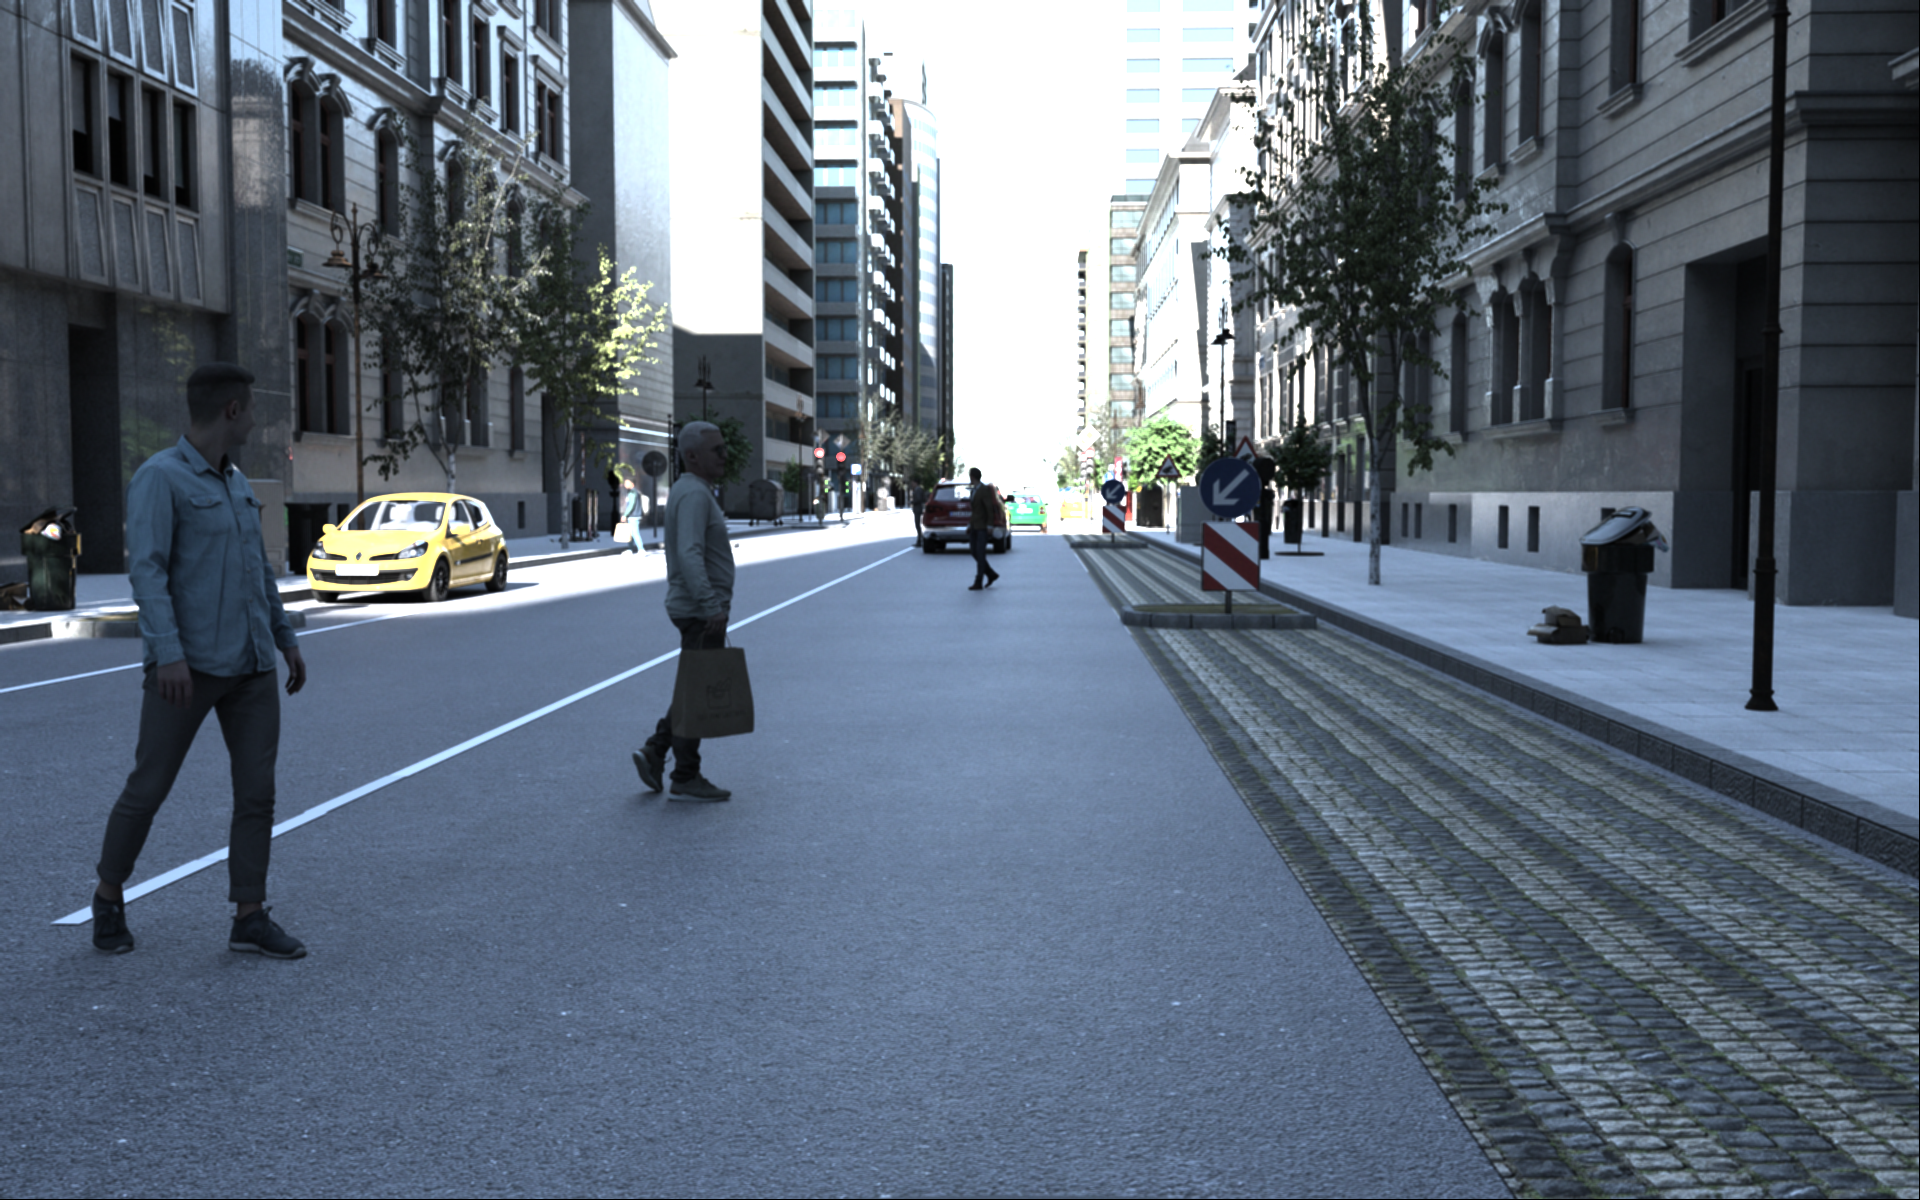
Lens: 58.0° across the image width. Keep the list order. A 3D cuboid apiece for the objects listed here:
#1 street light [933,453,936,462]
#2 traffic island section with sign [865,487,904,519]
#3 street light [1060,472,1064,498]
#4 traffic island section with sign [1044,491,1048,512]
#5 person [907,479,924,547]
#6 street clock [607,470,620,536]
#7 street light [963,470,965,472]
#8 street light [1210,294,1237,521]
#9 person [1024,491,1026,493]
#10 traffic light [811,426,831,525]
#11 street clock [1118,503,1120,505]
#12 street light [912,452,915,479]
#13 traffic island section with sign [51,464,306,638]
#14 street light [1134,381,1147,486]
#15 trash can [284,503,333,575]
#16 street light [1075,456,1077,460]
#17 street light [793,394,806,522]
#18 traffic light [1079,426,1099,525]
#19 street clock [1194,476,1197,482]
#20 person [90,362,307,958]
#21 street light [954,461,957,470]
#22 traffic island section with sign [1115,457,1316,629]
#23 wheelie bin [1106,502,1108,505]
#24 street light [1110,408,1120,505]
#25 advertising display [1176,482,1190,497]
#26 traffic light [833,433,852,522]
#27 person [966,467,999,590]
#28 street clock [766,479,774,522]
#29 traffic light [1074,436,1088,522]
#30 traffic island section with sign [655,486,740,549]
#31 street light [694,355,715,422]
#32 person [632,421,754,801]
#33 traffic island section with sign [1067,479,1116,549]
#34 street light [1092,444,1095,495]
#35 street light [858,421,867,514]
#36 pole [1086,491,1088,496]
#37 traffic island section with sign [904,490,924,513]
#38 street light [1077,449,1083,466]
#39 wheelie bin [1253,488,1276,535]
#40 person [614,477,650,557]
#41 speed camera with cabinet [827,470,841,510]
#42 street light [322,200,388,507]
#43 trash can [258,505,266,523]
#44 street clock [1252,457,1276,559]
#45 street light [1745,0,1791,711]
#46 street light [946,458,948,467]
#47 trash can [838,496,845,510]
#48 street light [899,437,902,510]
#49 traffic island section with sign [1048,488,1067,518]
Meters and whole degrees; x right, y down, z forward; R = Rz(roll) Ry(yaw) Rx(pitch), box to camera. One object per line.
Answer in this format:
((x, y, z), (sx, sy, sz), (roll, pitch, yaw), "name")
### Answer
((-2.824, -13.139, 187.617), (0.468, 5.910, 1.993), (0, 4, 2), "street light")
((-4.515, -5.701, 101.843), (1.989, 1.847, 2.006), (0, 4, 2), "traffic island section with sign")
((16.359, -18.945, 282.537), (0.468, 5.910, 1.993), (0, 4, 2), "street light")
((7.461, -7.360, 128.965), (1.989, 1.847, 2.006), (0, 4, 2), "traffic island section with sign")
((-1.212, -2.368, 47.016), (0.447, 1.846, 0.655), (0, 4, 1), "person")
((-10.496, -2.941, 52.657), (0.358, 2.002, 0.471), (-3, 5, -40), "street clock")
((0.651, -18.142, 269.409), (0.468, 5.910, 1.993), (0, 4, 2), "street light")
((6.084, -4.123, 40.198), (0.468, 5.910, 1.993), (0, 4, 2), "street light")
((6.554, -10.011, 173.125), (0.756, 1.711, 0.436), (-1, 4, -9), "person")
((-5.755, -5.057, 71.598), (0.839, 4.253, 0.868), (0, 4, 2), "traffic light")
((12.601, -8.122, 137.364), (0.471, 2.002, 0.358), (-3, 5, -42), "street clock")
((-4.194, -11.230, 156.394), (0.468, 5.910, 1.993), (0, 4, 2), "street light")
((-8.071, -0.587, 18.219), (1.989, 1.847, 2.006), (0, 4, 2), "traffic island section with sign")
((7.340, -5.988, 70.695), (0.468, 5.910, 1.993), (0, 4, 2), "street light")
((-10.381, -0.975, 27.602), (0.748, 1.137, 0.748), (0, 3, 0), "trash can")
((11.456, -12.035, 169.558), (0.468, 5.910, 1.993), (0, 4, 2), "street light")
((-7.370, -6.556, 79.977), (0.468, 5.910, 1.993), (0, 4, 2), "street light")
((5.297, -5.029, 71.145), (0.839, 4.253, 0.868), (0, 4, 2), "traffic light")
((7.824, -3.143, 55.962), (0.471, 2.002, 0.358), (-2, 4, -26), "street clock")
((-2.382, 0.179, 5.433), (0.748, 1.841, 0.638), (2, 4, 28), "person")
((-0.711, -16.311, 239.466), (0.468, 5.910, 1.993), (0, 4, 2), "street light")
((2.797, -0.646, 19.186), (1.989, 1.847, 2.006), (0, 4, 2), "traffic island section with sign")
((11.395, -7.771, 134.972), (0.693, 1.594, 0.980), (3, 5, 43), "wheelie bin")
((8.331, -7.358, 93.086), (0.468, 5.910, 1.993), (0, 4, 2), "street light")
((11.756, -5.268, 91.346), (0.974, 1.923, 0.123), (-3, 5, -40), "advertising display")
((-5.416, -5.545, 79.575), (0.839, 4.253, 0.868), (0, 4, 2), "traffic light")
((0.305, -1.087, 26.188), (0.656, 1.842, 0.836), (2, 4, 34), "person")
((-8.871, -4.661, 80.782), (0.358, 2.002, 0.471), (-3, 5, -44), "street clock")
((5.636, -5.517, 79.123), (0.839, 4.253, 0.868), (0, 4, 2), "traffic light")
((-6.894, -2.273, 45.791), (1.989, 1.847, 2.006), (0, 4, 2), "traffic island section with sign")
((-8.470, -5.184, 57.553), (0.468, 5.910, 1.993), (0, 4, 2), "street light")
((-1.242, 0.062, 7.980), (0.515, 1.767, 0.782), (-1, 4, -14), "person")
((3.940, -2.293, 46.117), (1.989, 1.847, 2.006), (0, 4, 2), "traffic island section with sign")
((9.625, -9.231, 123.716), (0.468, 5.910, 1.993), (0, 4, 2), "street light")
((-6.182, -8.388, 109.929), (0.468, 5.910, 1.993), (0, 4, 2), "street light")
((10.311, -8.976, 140.605), (0.158, 3.312, 0.155), (0, 3, 0), "pole")
((-3.347, -7.395, 129.528), (1.989, 1.847, 2.006), (0, 4, 2), "traffic island section with sign")
((10.850, -11.069, 153.765), (0.468, 5.910, 1.993), (0, 4, 2), "street light")
((9.510, -2.835, 54.268), (0.693, 1.594, 0.980), (1, 4, 17), "wheelie bin")
((-7.451, -1.885, 39.297), (0.713, 1.824, 0.794), (1, 4, 18), "person")
((-10.487, -9.118, 143.412), (0.660, 3.252, 2.038), (2, 4, 32), "speed camera with cabinet")
((-9.587, -3.352, 27.598), (0.468, 5.910, 1.993), (0, 4, 2), "street light")
((-9.669, -0.704, 23.171), (0.748, 1.137, 0.748), (0, 3, 0), "trash can")
((5.963, -1.805, 34.083), (0.471, 2.002, 0.358), (-3, 4, -37), "street clock")
((4.775, -2.285, 10.141), (0.468, 5.910, 1.993), (0, 4, 2), "street light")
((-1.641, -14.990, 217.868), (0.468, 5.910, 1.993), (0, 4, 2), "street light")
((-9.685, -7.955, 141.715), (0.748, 1.137, 0.748), (0, 3, 0), "trash can")
((-4.771, -10.282, 140.890), (0.468, 5.910, 1.993), (0, 4, 2), "street light")
((6.321, -5.713, 102.034), (1.989, 1.847, 2.006), (0, 4, 2), "traffic island section with sign")
